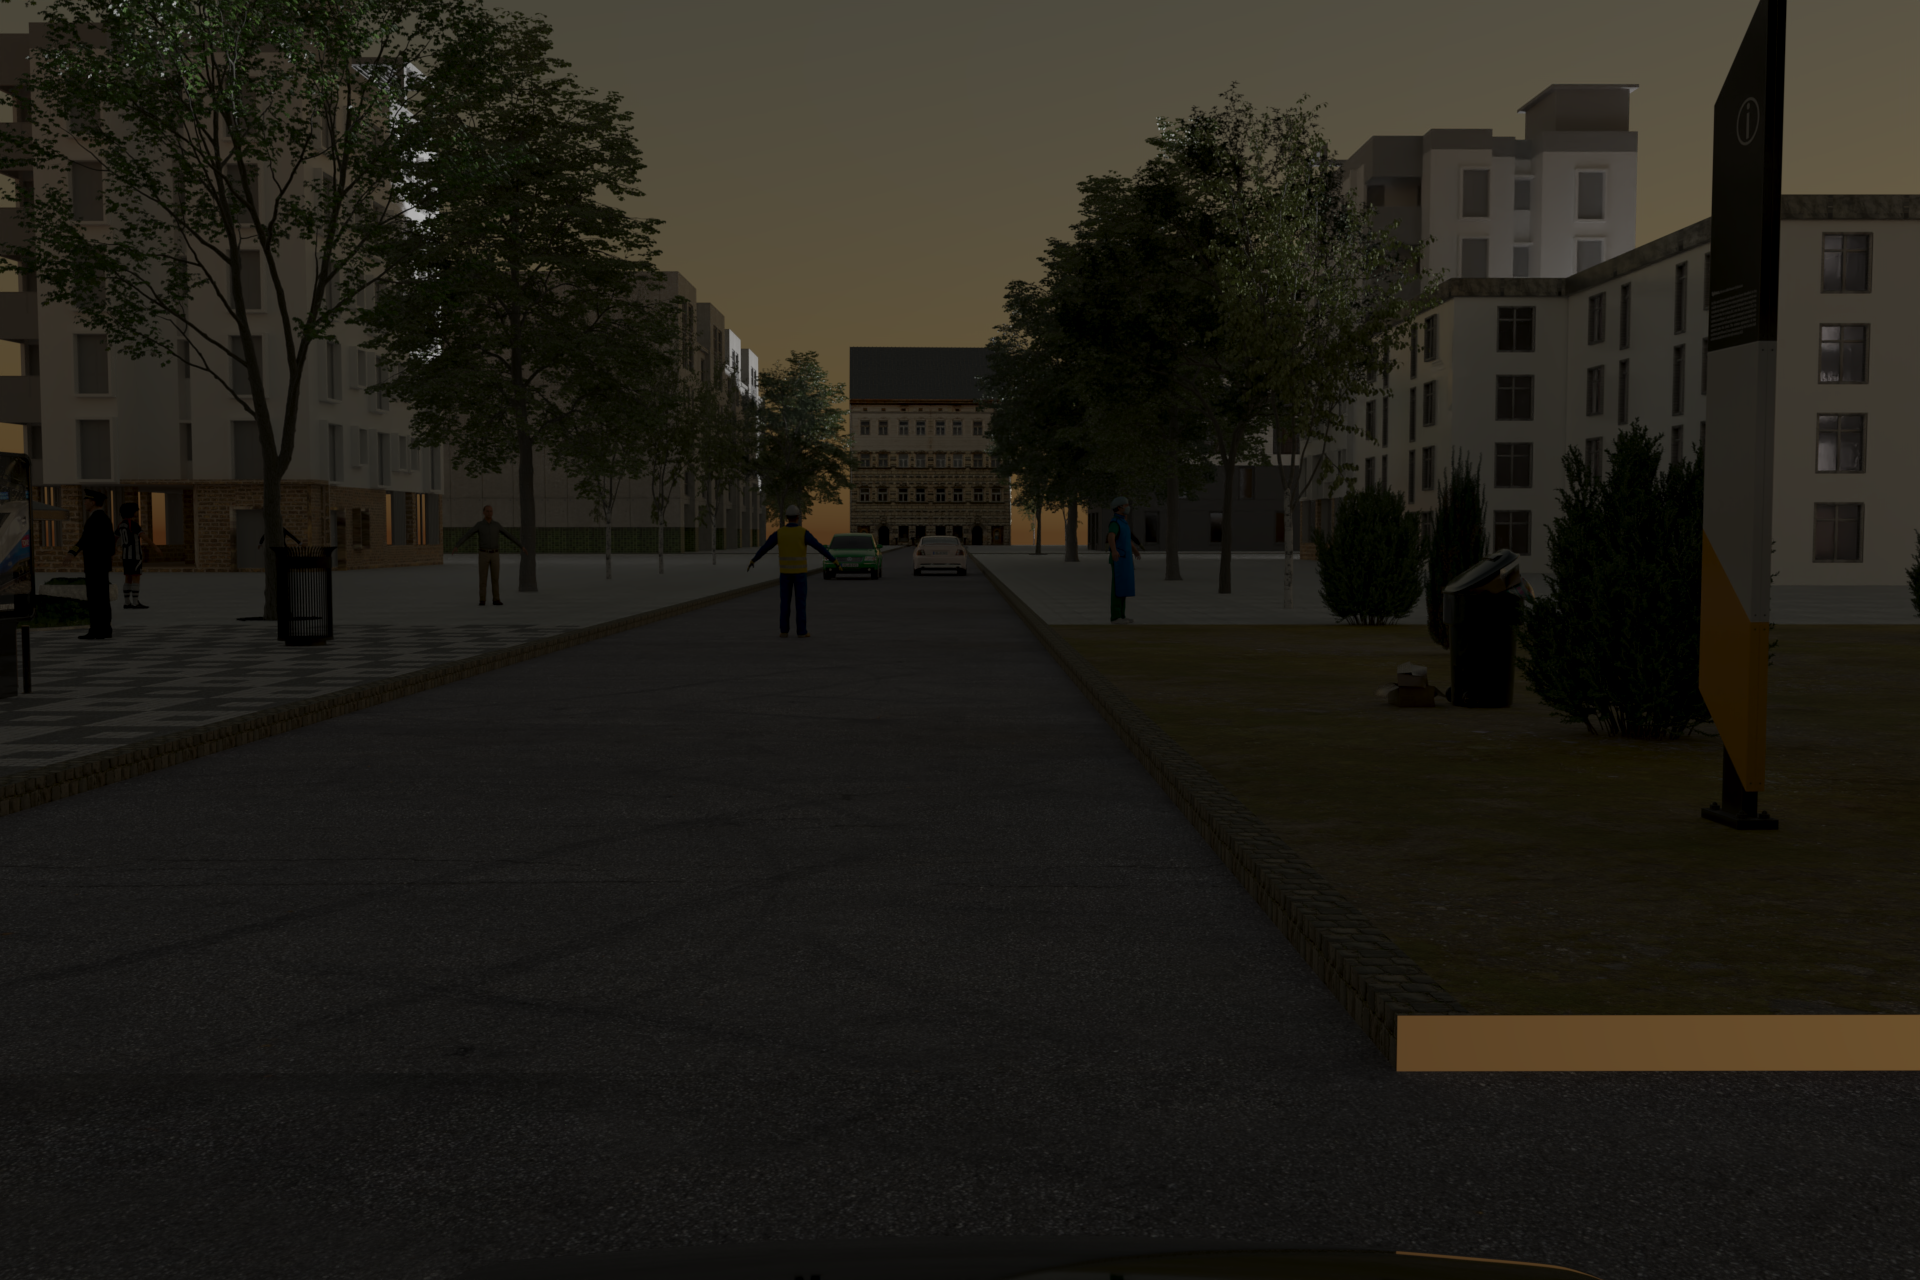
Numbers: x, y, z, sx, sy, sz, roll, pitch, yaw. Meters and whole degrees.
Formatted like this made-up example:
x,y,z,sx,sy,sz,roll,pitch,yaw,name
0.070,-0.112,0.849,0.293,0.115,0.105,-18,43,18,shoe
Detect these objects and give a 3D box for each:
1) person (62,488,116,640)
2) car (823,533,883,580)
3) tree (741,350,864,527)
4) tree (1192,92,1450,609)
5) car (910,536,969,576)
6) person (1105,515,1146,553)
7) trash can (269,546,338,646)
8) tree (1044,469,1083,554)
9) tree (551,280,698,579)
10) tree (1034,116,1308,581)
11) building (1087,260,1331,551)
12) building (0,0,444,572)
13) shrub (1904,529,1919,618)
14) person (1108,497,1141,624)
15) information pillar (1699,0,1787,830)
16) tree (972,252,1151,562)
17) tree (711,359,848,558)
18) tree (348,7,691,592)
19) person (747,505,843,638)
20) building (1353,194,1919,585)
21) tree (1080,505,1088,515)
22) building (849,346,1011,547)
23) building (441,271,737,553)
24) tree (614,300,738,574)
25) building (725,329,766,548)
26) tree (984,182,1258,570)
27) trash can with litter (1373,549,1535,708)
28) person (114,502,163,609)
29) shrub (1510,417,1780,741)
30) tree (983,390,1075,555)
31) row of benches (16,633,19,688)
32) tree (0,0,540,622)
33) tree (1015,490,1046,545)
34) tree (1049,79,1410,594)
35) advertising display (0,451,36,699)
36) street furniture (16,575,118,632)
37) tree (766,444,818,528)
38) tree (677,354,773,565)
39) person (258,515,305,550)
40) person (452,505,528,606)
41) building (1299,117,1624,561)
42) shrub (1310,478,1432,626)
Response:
x,y,z,sx,sy,sz,roll,pitch,yaw,name
-10.595,-0.934,21.207,0.705,1.837,1.347,0,4,-5,person
-3.444,-2.875,55.805,1.959,1.807,4.718,0,4,-1,car
-9.810,-11.539,106.792,7.486,12.596,7.792,0,3,0,tree
5.751,-4.832,29.370,4.737,8.622,4.395,0,3,0,tree
-0.721,-2.971,60.934,2.083,1.381,4.827,0,4,-2,car
3.452,-1.872,36.746,0.704,1.812,1.346,3,5,42,person
-7.548,-0.507,19.948,0.748,1.137,0.748,0,3,0,trash can
6.023,-8.857,95.173,4.360,8.622,3.978,0,3,0,tree
-10.145,-6.017,48.735,4.360,8.622,3.978,0,3,0,tree
5.915,-7.893,47.180,7.486,12.596,7.792,0,3,0,tree
24.486,-18.432,145.345,27.936,21.610,32.646,0,3,0,building
-26.511,-12.416,59.426,16.016,20.090,11.380,0,4,-1,building
12.323,-1.011,20.945,1.690,2.028,1.600,0,3,0,shrub
2.322,-1.141,24.785,0.704,1.817,1.347,1,4,20,person
3.450,-0.997,7.648,0.183,3.616,0.504,0,4,-2,information pillar
5.239,-10.611,80.149,9.857,13.997,8.962,0,3,0,tree
-9.857,-9.720,93.340,8.767,10.594,7.601,1,4,20,tree
-10.074,-7.362,38.493,7.486,12.596,7.792,0,3,0,tree
-2.310,-0.954,24.031,1.349,1.833,0.705,0,4,6,person
20.600,-7.024,56.997,9.099,9.664,28.070,0,3,0,building
17.158,-16.170,198.793,7.601,10.594,8.767,0,4,2,tree
-3.798,-22.562,202.274,18.063,23.208,19.493,0,4,-3,building
-27.394,-16.268,132.445,16.747,18.905,31.486,0,4,0,building
-9.419,-6.436,55.591,4.737,8.622,4.395,0,3,0,tree
-28.437,-18.267,165.118,16.747,18.905,31.486,0,4,-1,building
5.843,-9.493,61.871,9.857,13.997,8.962,0,3,0,tree
3.664,-0.090,12.856,1.055,1.170,0.624,0,4,-2,trash can with litter
-14.166,-1.439,29.678,1.345,1.843,0.704,2,4,31,person
4.328,-0.402,10.985,1.690,2.028,1.600,0,3,0,shrub
4.929,-11.073,106.804,9.928,11.665,9.643,0,3,0,tree
-9.753,0.046,14.712,4.104,0.672,1.422,1,4,18,row of benches
-10.154,-6.107,25.607,9.928,11.665,9.643,0,3,0,tree
8.359,-15.327,200.957,4.737,8.622,4.395,0,3,0,tree
5.534,-6.258,36.725,8.767,10.594,7.601,2,4,26,tree
-7.509,-0.505,13.474,0.123,1.923,0.974,0,4,0,advertising display
-16.952,-0.508,23.939,10.072,0.657,5.734,-1,4,-10,street furniture
-19.795,-17.114,197.945,7.486,12.596,7.792,0,3,0,tree
-10.061,-7.426,71.778,4.737,8.622,4.395,0,3,0,tree
-15.840,-2.060,40.406,1.216,1.740,0.721,1,4,11,person
-8.465,-1.521,31.141,1.348,1.796,0.705,-2,4,-27,person
22.062,-13.988,85.116,16.016,20.090,11.380,0,4,-1,building
5.821,-1.247,24.422,1.661,2.075,1.752,0,3,0,shrub
